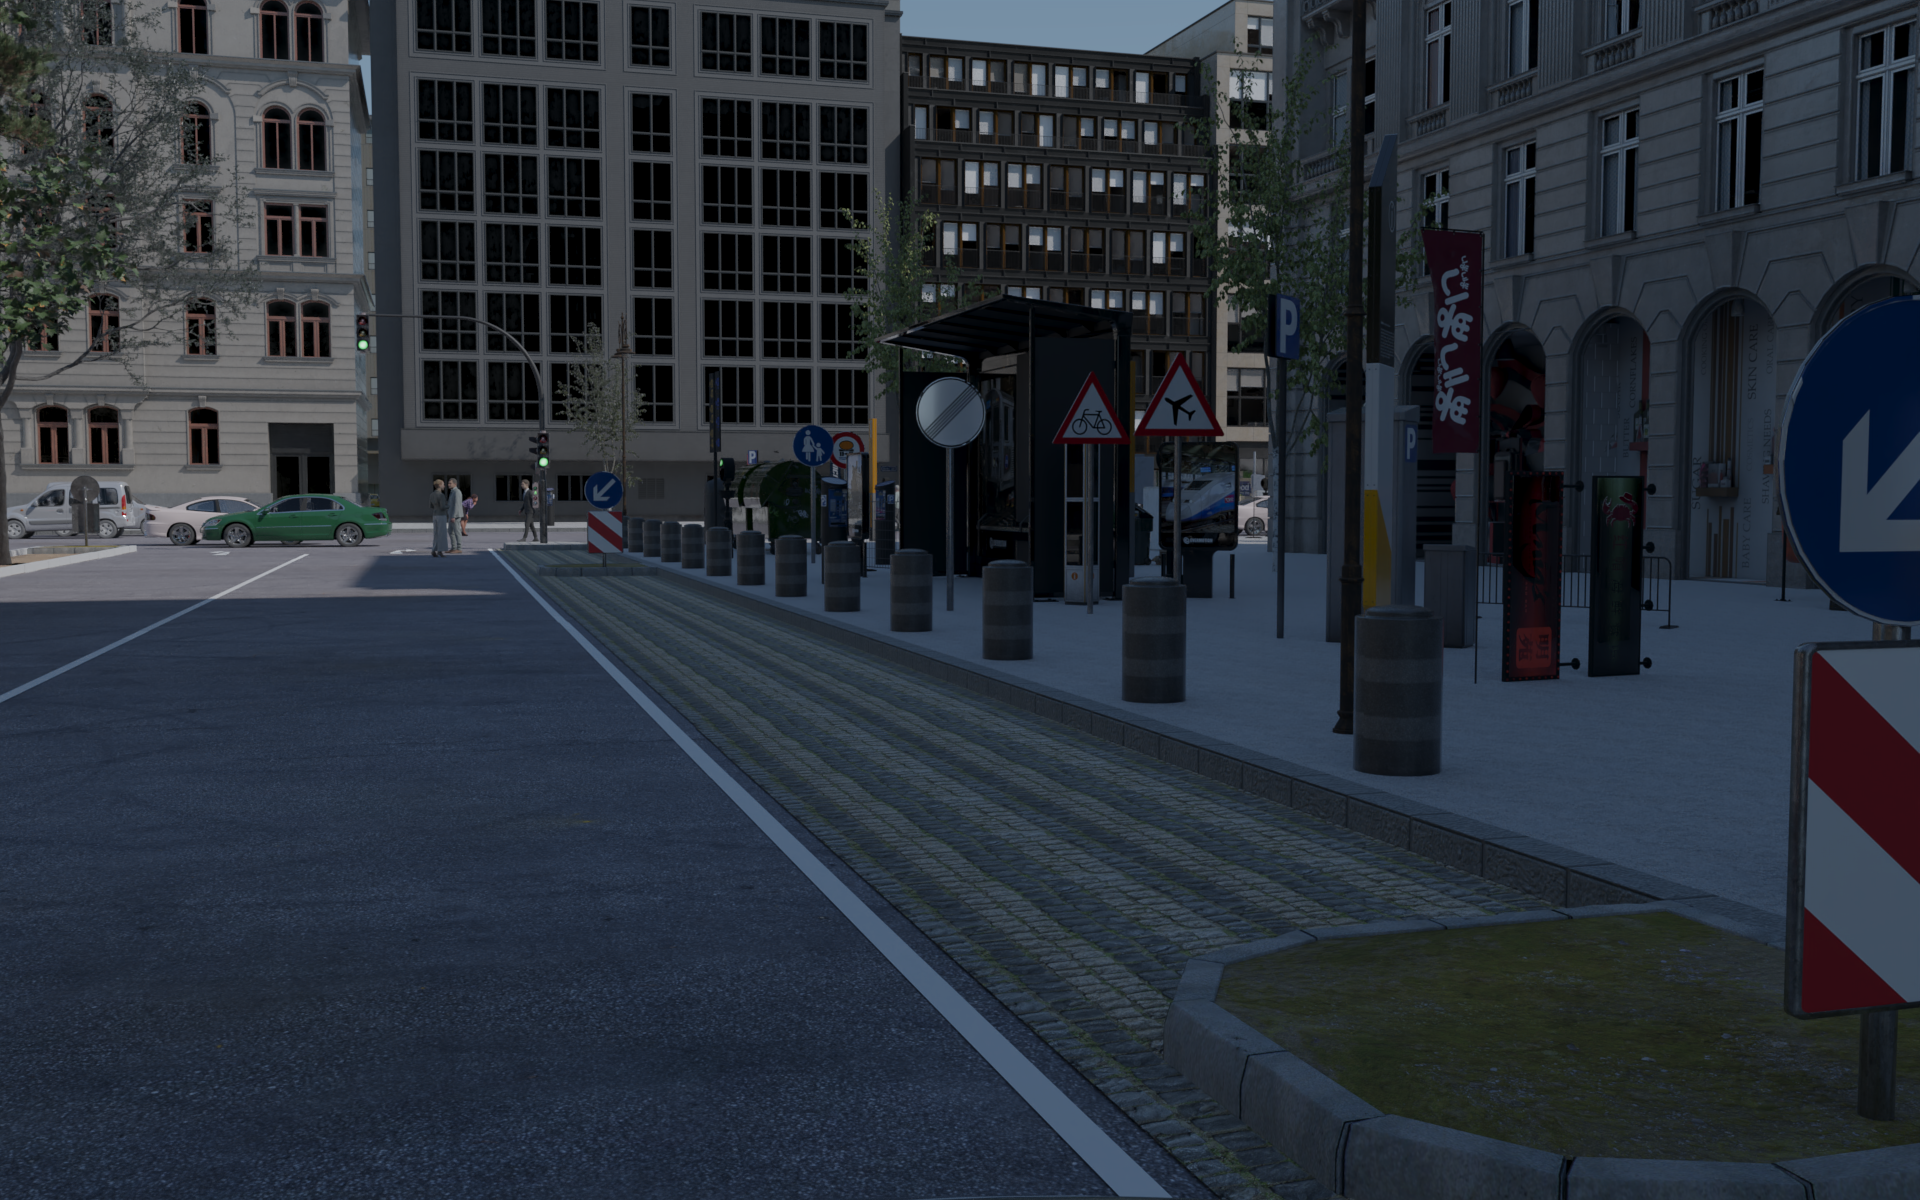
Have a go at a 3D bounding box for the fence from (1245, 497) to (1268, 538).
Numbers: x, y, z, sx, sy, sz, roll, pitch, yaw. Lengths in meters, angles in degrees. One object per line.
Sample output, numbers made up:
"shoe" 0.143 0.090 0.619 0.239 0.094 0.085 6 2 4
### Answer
"fence" 8.990 -2.448 51.223 0.480 1.192 2.264 2 4 26

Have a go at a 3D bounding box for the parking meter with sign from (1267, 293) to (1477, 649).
"parking meter with sign" 3.547 -1.139 14.877 1.738 3.016 0.543 2 4 32

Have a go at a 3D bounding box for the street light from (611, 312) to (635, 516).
"street light" -8.590 -4.369 44.228 0.468 5.910 1.993 -1 4 -17

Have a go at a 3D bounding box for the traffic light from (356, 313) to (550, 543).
"traffic light" -12.834 -4.253 44.205 4.771 5.953 1.251 -1 4 -17

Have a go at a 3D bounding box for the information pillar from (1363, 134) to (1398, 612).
"information pillar" 2.713 -1.213 11.180 0.183 3.616 0.504 2 4 25

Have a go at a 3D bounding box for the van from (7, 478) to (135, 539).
"van" -28.917 -2.988 55.865 4.112 2.044 2.013 -1 4 -17

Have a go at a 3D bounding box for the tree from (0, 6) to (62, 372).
"tree" -16.879 -6.148 25.031 6.751 12.117 7.091 0 3 0

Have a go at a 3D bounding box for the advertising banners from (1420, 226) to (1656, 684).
"advertising banners" 3.955 -0.957 11.835 2.074 3.025 0.090 -2 4 -24

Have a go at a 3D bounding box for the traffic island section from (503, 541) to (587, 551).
"traffic island section" -10.817 -1.394 45.074 2.009 0.180 2.903 -1 4 -17

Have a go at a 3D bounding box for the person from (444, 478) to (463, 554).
"person" -12.173 -2.027 41.742 0.391 1.810 0.635 -2 4 -31

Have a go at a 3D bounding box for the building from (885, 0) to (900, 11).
"building" -17.633 -43.462 148.852 20.563 71.187 20.611 -1 4 -17

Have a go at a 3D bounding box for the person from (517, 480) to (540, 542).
"person" -12.673 -2.594 50.683 0.755 1.850 0.659 -3 4 -37

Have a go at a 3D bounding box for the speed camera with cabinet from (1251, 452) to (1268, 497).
"speed camera with cabinet" 13.888 -5.247 80.124 0.660 3.252 2.038 0 4 2

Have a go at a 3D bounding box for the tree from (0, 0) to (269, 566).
"tree" -19.142 -7.423 34.190 12.009 13.543 11.850 0 3 0

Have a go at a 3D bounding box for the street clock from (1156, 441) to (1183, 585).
"street clock" 2.927 -1.166 23.628 0.471 2.002 0.358 -1 4 -15

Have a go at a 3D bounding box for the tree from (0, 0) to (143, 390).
"tree" -13.822 -5.984 17.299 9.611 12.733 9.660 0 3 0

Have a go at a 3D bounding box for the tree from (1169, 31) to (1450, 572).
"tree" 5.378 -4.754 28.089 4.737 8.622 4.395 0 3 0

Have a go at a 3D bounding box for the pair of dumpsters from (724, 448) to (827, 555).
"pair of dumpsters" -4.109 -2.199 38.450 1.574 2.255 4.437 -1 4 -17

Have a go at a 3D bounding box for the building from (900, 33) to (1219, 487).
"building" 3.447 -15.905 89.723 15.834 23.373 12.332 -1 4 -17

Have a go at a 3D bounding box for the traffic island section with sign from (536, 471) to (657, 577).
"traffic island section with sign" -6.513 -1.360 30.859 1.989 1.847 2.006 -1 4 -17

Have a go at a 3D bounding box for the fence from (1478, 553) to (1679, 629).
"fence" 6.029 -0.111 17.182 2.069 0.683 0.278 3 5 40

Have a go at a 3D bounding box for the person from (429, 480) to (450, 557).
"person" -11.755 -1.846 39.224 0.519 1.759 0.362 3 5 39

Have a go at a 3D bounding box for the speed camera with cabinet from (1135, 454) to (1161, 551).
"speed camera with cabinet" 4.420 -2.780 39.789 0.660 3.252 2.038 -2 4 -25

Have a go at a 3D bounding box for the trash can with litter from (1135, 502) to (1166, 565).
"trash can with litter" 3.423 -1.222 31.370 1.055 1.170 0.624 -1 4 -11

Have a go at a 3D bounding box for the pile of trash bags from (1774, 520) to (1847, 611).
"pile of trash bags" 10.444 -0.592 19.427 1.912 1.369 3.447 -1 4 -14

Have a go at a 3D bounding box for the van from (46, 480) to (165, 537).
"van" -28.945 -3.184 59.063 4.112 2.044 2.013 -1 4 -18

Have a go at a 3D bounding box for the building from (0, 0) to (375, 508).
"building" -38.672 -17.753 77.653 23.554 28.519 14.401 -1 4 -17

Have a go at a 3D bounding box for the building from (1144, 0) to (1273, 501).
"building" 26.234 -18.108 100.587 34.151 26.468 19.350 -1 4 -17

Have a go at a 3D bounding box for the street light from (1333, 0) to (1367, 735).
"street light" 2.096 -2.223 9.142 0.468 5.910 1.993 -1 4 -17

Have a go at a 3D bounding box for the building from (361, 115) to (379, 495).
"building" -82.519 -39.677 237.951 27.495 52.752 28.713 -1 4 -17

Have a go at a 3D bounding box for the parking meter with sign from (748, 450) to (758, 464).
"parking meter with sign" -7.646 -4.476 69.445 0.543 3.016 1.738 3 5 43

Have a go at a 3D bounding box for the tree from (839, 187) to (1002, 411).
"tree" -1.091 -5.585 41.671 4.737 8.622 4.395 0 3 0

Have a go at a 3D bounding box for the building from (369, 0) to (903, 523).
"building" -15.818 -17.783 84.255 24.014 27.812 14.314 -1 4 -17

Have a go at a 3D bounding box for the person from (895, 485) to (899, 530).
"person" -2.355 -3.530 66.701 0.515 1.767 0.782 1 4 18

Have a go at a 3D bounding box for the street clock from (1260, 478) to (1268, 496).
"street clock" 13.833 -4.510 78.309 0.358 2.002 0.471 -3 5 -42

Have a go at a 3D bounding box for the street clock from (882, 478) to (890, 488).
"street clock" -3.290 -4.440 77.161 0.358 2.002 0.471 -1 4 -20

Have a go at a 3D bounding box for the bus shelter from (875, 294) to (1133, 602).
"bus shelter" 0.431 -1.975 23.578 1.731 3.624 6.357 -1 4 -17

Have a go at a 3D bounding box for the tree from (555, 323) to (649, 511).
"tree" -15.045 -7.547 73.751 4.360 8.622 3.978 0 3 0

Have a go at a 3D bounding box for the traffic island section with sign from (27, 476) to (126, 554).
"traffic island section with sign" -21.389 -2.079 42.128 2.006 1.907 1.989 -1 4 -17

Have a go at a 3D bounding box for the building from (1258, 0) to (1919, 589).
"building" 15.770 -11.413 28.408 13.314 21.916 24.055 -1 4 -17

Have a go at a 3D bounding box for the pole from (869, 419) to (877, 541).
"pole" -2.357 -3.244 46.876 0.158 3.312 0.155 0 3 0

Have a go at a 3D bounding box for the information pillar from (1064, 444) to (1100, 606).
"information pillar" 1.413 -0.951 20.035 0.304 2.012 0.304 3 4 39

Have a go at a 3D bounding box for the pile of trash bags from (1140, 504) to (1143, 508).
"pile of trash bags" 13.900 -7.779 136.945 3.447 1.369 1.912 0 4 0

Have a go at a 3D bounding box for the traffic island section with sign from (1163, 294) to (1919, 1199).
"traffic island section with sign" 1.586 0.272 4.183 1.989 1.847 2.006 -1 4 -17

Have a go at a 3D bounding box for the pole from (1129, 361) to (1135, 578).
"pole" 2.586 -2.005 26.623 0.158 3.312 0.155 0 3 0

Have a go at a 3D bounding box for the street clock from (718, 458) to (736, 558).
"street clock" -4.633 -1.832 34.516 0.358 2.002 0.471 -1 4 -20

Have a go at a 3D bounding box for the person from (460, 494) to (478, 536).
"person" -16.739 -2.882 58.847 0.697 1.427 0.421 -1 4 -20

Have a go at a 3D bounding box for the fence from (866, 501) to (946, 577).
"fence" -1.013 -1.017 27.838 0.480 1.192 2.264 -3 4 -36
